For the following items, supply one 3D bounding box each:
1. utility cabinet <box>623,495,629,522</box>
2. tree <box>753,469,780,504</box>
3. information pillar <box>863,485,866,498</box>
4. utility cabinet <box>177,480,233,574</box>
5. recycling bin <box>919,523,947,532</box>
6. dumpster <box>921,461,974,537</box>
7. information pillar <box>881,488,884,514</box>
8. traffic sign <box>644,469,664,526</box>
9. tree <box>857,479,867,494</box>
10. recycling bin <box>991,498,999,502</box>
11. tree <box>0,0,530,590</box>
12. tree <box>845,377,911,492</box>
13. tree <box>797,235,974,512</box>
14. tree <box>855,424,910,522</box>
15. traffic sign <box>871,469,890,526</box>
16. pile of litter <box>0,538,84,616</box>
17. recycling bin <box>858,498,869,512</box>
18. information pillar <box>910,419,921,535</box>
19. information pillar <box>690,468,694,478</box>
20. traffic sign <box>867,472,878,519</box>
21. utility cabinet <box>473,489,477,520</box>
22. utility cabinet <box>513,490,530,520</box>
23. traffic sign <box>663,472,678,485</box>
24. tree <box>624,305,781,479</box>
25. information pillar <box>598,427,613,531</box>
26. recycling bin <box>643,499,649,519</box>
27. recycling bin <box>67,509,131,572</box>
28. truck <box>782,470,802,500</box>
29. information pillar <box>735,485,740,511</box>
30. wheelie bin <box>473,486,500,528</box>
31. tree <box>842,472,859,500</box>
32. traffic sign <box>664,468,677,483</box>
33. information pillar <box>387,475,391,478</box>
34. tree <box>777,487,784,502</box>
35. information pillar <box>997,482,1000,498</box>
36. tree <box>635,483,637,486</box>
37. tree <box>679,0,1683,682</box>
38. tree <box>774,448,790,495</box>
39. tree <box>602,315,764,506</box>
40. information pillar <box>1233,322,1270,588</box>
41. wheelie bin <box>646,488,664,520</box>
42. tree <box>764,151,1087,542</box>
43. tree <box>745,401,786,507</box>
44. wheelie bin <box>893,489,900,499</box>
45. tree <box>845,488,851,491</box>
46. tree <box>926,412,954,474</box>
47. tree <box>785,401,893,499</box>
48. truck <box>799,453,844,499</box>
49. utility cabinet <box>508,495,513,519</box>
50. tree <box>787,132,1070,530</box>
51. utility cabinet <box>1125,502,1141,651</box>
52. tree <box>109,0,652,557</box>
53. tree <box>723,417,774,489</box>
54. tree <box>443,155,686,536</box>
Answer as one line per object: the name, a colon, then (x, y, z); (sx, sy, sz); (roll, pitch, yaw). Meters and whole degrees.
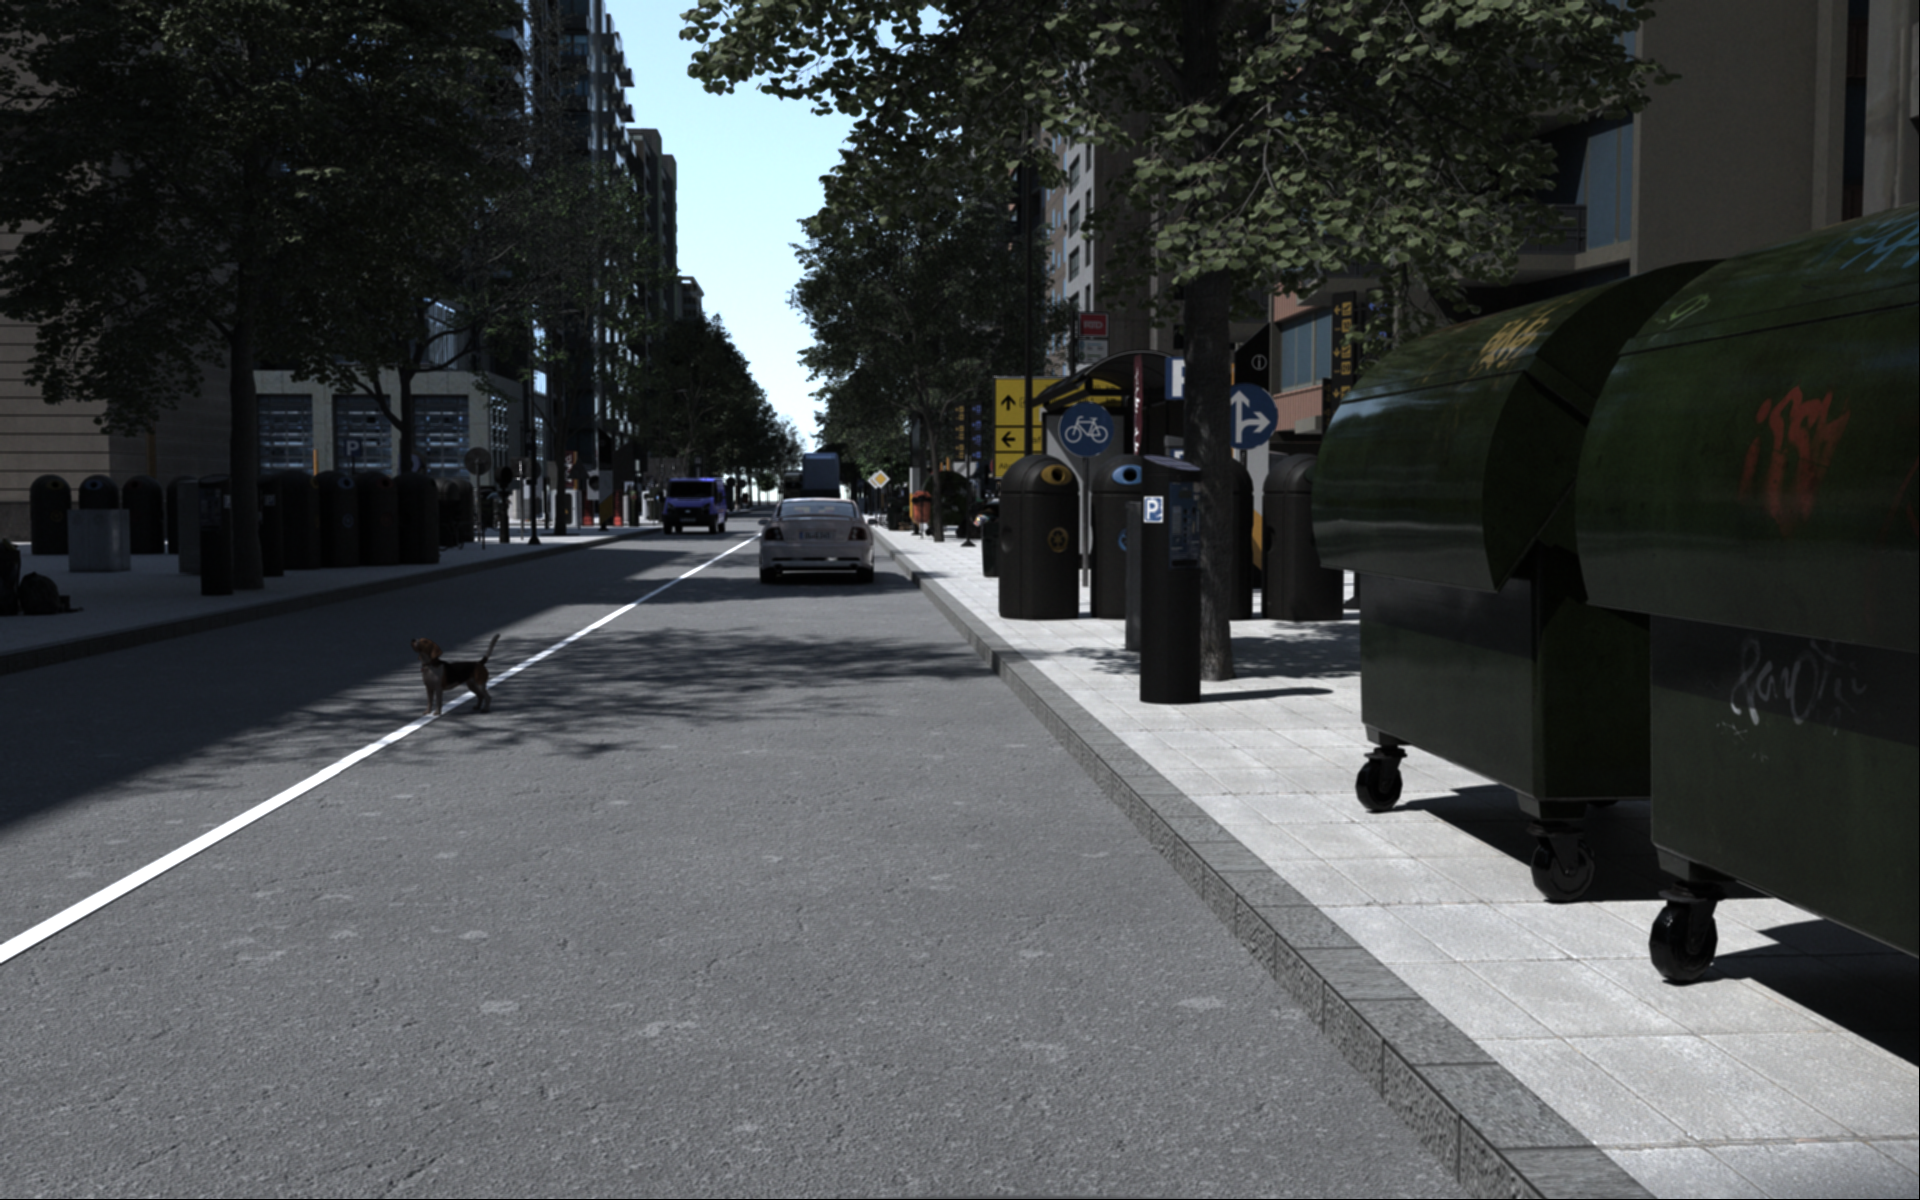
utility cabinet: (-15.079, -4.160, 79.184); (0.306, 1.237, 1.020); (1, 4, 18)
tree: (-25.185, -14.753, 224.929); (4.285, 4.588, 4.351); (0, 3, 0)
information pillar: (-7.884, -8.504, 143.535); (0.304, 2.012, 0.304); (0, 4, -6)
utility cabinet: (-11.906, -1.152, 27.511); (1.173, 1.500, 0.318); (2, 4, 27)
recycling bin: (-0.930, -2.859, 59.302); (0.722, 1.027, 0.722); (-2, 4, -35)
dumpster: (-0.402, -3.040, 52.193); (1.502, 2.255, 1.985); (0, 4, -4)
information pillar: (-4.943, -7.300, 110.703); (0.183, 3.616, 0.504); (0, 4, 1)
traffic sign: (-12.219, -4.005, 69.116); (0.795, 2.450, 0.064); (0, 4, -4)
tree: (-12.550, -13.763, 219.619); (1.663, 3.219, 1.824); (0, 3, 0)
recycling bin: (2.253, -5.317, 99.484); (0.722, 1.027, 0.722); (3, 5, 41)
tree: (-9.224, -6.415, 23.018); (7.486, 12.596, 7.792); (0, 3, 0)
tree: (-3.645, -8.589, 90.792); (4.737, 8.622, 4.395); (0, 3, 0)
tree: (-4.966, -16.432, 124.558); (12.611, 20.169, 13.585); (0, 3, 0)
tree: (-3.299, -5.924, 80.564); (4.285, 4.588, 4.351); (0, 3, 0)
traffic sign: (-3.197, -4.043, 69.751); (0.795, 2.450, 0.064); (0, 4, -4)
pile of litter: (-10.320, -0.274, 18.441); (1.719, 0.858, 1.176); (-1, 4, -21)
recycling bin: (-7.007, -6.909, 125.510); (0.722, 1.027, 0.722); (0, 4, 3)
information pillar: (-1.402, -3.836, 54.075); (0.183, 3.616, 0.504); (2, 4, 30)
information pillar: (-21.205, -8.912, 137.067); (0.504, 3.616, 0.183); (3, 4, 38)
traffic sign: (-3.778, -4.530, 77.715); (0.795, 2.450, 0.064); (0, 4, -4)
utility cabinet: (-22.164, -4.313, 79.202); (0.318, 1.500, 1.173); (0, 4, 7)
utility cabinet: (-21.584, -4.718, 85.816); (0.318, 1.500, 1.173); (3, 5, 40)
traffic sign: (-12.800, -4.492, 77.080); (0.795, 2.450, 0.064); (0, 4, -4)
tree: (-15.877, -11.535, 105.612); (9.611, 12.733, 9.660); (0, 3, 0)
information pillar: (-12.369, -4.222, 60.382); (0.504, 3.616, 0.183); (0, 4, -3)
recycling bin: (-15.659, -4.601, 87.779); (0.722, 1.027, 0.722); (-1, 4, -17)
recycling bin: (-14.288, -0.991, 28.755); (0.722, 1.027, 0.722); (0, 4, -1)
truck: (-19.749, -13.304, 206.438); (2.839, 4.237, 11.283); (0, 4, -5)
information pillar: (-17.203, -7.916, 133.914); (0.304, 2.012, 0.304); (-2, 4, -35)
wheelie bin: (-17.897, -3.534, 65.687); (0.980, 1.594, 0.693); (0, 3, 0)
tree: (-14.897, -19.689, 238.919); (9.611, 12.733, 9.660); (0, 3, 0)
traffic sign: (-14.387, -5.298, 86.625); (0.884, 2.594, 0.081); (0, 4, -4)
information pillar: (-22.544, -3.897, 68.215); (0.304, 2.012, 0.304); (-1, 4, -14)
tree: (-30.029, -18.034, 289.463); (1.663, 3.219, 1.824); (0, 3, 0)
information pillar: (2.509, -6.337, 108.109); (0.304, 2.012, 0.304); (-3, 4, -37)
tree: (-27.623, -9.056, 142.674); (1.663, 3.219, 1.824); (0, 3, 0)
tree: (1.532, -5.748, 12.112); (7.486, 12.596, 7.792); (0, 3, 0)
tree: (-25.483, -17.843, 242.092); (4.360, 8.622, 3.978); (0, 3, 0)
tree: (-14.719, -9.586, 91.147); (8.767, 10.594, 7.601); (0, 4, -3)
information pillar: (3.982, -1.972, 23.601); (0.504, 3.616, 0.183); (0, 4, -6)
wheelie bin: (-14.922, -4.708, 84.878); (0.980, 1.594, 0.693); (3, 5, 42)
tree: (-0.554, -6.856, 46.502); (8.767, 10.594, 7.601); (0, 4, -3)
tree: (-21.601, -15.370, 177.048); (9.928, 11.665, 9.643); (0, 3, 0)
wheelie bin: (-4.081, -6.430, 113.045); (0.693, 1.594, 0.980); (-3, 5, -42)
tree: (-15.393, -18.562, 253.855); (4.360, 8.622, 3.978); (0, 3, 0)
tree: (-1.392, -11.400, 136.753); (4.360, 8.622, 3.978); (0, 3, 0)
tree: (-9.026, -14.239, 158.558); (9.928, 11.665, 9.643); (0, 3, 0)
truck: (-8.733, -7.160, 106.817); (2.967, 4.110, 18.799); (0, 4, -3)
utility cabinet: (-23.081, -4.780, 89.313); (1.020, 1.237, 0.306); (3, 5, 39)
tree: (-1.293, -9.461, 61.346); (9.857, 13.997, 8.962); (0, 3, 0)
utility cabinet: (1.699, -0.207, 14.545); (0.306, 1.237, 1.020); (2, 4, 25)
tree: (-11.289, -7.605, 34.707); (12.009, 13.543, 11.850); (0, 3, 0)
tree: (-17.965, -11.469, 137.885); (4.360, 8.622, 3.978); (0, 3, 0)
tree: (-12.238, -7.789, 53.107); (9.928, 11.665, 9.643); (0, 3, 0)
